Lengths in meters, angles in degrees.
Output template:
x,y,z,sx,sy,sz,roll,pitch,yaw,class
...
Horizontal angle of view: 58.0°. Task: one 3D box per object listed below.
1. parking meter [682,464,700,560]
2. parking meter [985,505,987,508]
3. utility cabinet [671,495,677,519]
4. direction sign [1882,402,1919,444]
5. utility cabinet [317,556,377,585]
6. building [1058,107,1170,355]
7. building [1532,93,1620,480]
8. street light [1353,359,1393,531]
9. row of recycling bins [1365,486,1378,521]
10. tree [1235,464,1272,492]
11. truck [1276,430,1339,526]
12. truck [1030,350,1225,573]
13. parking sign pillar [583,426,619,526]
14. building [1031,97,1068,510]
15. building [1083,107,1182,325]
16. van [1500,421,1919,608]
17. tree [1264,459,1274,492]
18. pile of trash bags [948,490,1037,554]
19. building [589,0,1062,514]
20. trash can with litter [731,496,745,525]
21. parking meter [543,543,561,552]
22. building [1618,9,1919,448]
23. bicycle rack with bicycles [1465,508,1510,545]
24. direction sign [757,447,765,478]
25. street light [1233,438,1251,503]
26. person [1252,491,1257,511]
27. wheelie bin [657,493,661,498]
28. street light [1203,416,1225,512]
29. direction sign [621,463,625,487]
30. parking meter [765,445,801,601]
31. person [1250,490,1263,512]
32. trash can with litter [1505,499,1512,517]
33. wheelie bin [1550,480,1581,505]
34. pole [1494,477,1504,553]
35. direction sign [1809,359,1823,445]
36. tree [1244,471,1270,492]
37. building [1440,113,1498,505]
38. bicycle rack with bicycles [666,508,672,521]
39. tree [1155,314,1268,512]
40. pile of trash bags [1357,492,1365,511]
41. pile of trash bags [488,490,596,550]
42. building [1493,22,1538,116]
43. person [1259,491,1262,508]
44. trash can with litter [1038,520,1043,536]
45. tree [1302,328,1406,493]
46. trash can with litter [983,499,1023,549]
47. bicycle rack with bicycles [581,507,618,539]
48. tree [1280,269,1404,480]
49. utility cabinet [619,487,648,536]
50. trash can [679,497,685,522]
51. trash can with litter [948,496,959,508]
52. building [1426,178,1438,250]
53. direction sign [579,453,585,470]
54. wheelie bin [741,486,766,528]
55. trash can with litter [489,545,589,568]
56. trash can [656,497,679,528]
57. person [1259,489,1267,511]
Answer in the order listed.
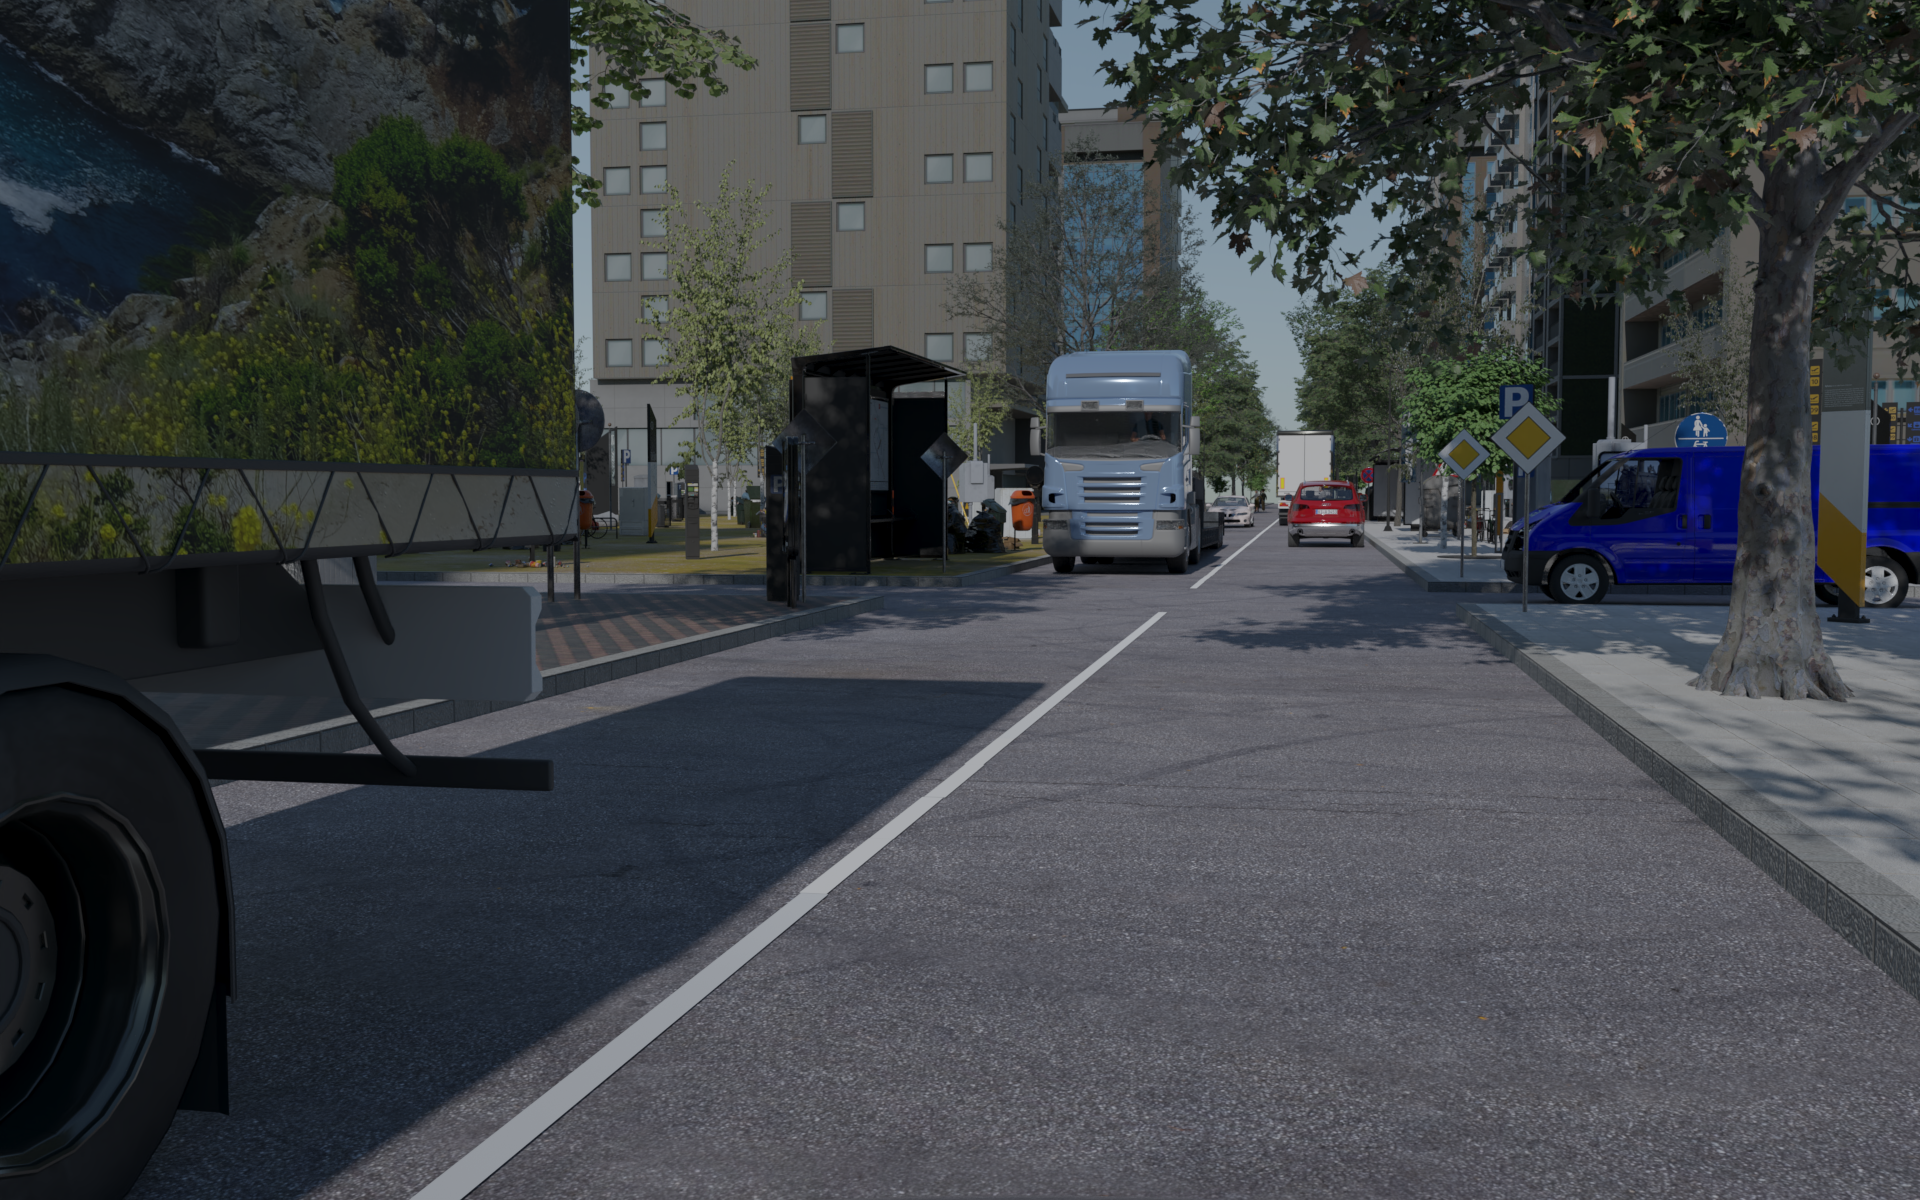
x,y,z,sx,sy,sz,roll,pitch,yaw,class
-5.256,-1.730,33.990,0.255,1.863,0.399,-1,4,-14,parking meter
1.579,-5.299,95.044,0.372,1.533,0.369,0,3,0,parking meter
-15.080,-4.904,91.339,0.306,1.237,1.020,0,4,-8,utility cabinet
23.172,-3.101,42.700,0.876,3.537,0.379,2,4,28,direction sign
-6.203,-0.367,17.156,0.306,1.237,1.020,1,4,18,utility cabinet
17.275,-33.931,204.874,14.600,45.320,14.200,1,4,11,building
49.121,-41.575,118.007,20.563,71.187,20.611,1,4,11,building
14.226,-5.327,59.644,1.470,5.913,1.316,1,4,11,street light
20.381,-4.762,84.966,1.069,1.692,3.534,1,4,16,row of recycling bins
41.676,-17.853,242.264,4.737,8.622,4.395,0,3,0,tree
16.368,-5.668,81.584,2.839,4.237,11.283,1,4,13,truck
4.267,-2.971,38.333,2.967,4.110,18.799,1,4,11,truck
-14.233,-4.900,68.593,1.447,3.967,1.447,-2,4,-31,parking sign pillar
-4.783,-27.750,145.600,32.217,40.220,23.993,1,4,11,building
16.485,-39.865,241.035,28.713,52.752,27.495,1,4,11,building
9.628,-1.077,21.988,5.245,2.365,2.240,1,4,13,van
44.897,-18.764,257.146,4.360,8.622,3.978,0,3,0,tree
0.287,-1.740,38.200,3.447,1.369,1.912,-3,4,-38,pile of trash bags
-7.775,-32.436,119.575,28.713,52.752,27.495,1,4,11,building
-8.838,-3.701,71.895,1.055,1.170,0.624,3,5,43,trash can with litter
-9.103,-2.014,38.636,0.399,1.863,0.255,0,4,3,parking meter
38.312,-27.007,65.264,21.300,48.544,21.600,1,4,11,building
14.254,-1.919,44.755,2.852,0.926,2.925,2,4,31,bicycle rack with bicycles
-9.233,-5.550,82.744,0.876,3.537,0.379,0,4,-2,direction sign
23.291,-10.484,143.959,1.470,5.913,1.316,1,4,11,street light
25.291,-8.508,148.390,0.721,1.735,1.217,-1,4,-13,person
-12.982,-3.940,72.323,0.980,1.594,0.693,-1,4,-11,wheelie bin
15.137,-8.013,103.557,1.470,5.913,1.316,1,4,11,street light
-21.084,-7.113,108.289,0.379,3.537,0.876,-2,4,-24,direction sign
-2.113,-0.922,20.793,0.399,1.863,0.255,1,4,12,parking meter
23.830,-7.953,139.258,1.217,1.736,0.721,3,5,41,person
30.402,-5.232,96.937,0.624,1.170,1.055,-1,4,-14,trash can with litter
13.289,-1.847,38.106,0.980,1.594,0.693,1,4,11,wheelie bin
11.739,-2.679,37.643,0.158,3.312,0.155,0,3,0,pole
14.467,-2.261,28.960,0.379,3.537,0.876,-3,5,-43,direction sign
37.395,-14.332,218.034,4.285,4.588,4.351,0,3,0,tree
63.187,-33.712,201.297,14.600,45.320,14.200,1,4,11,building
-14.751,-4.259,83.010,2.852,0.926,2.925,0,4,-1,bicycle rack with bicycles
16.730,-13.002,119.241,9.857,13.997,8.962,0,3,0,tree
22.867,-5.366,97.489,1.912,1.369,3.447,2,4,28,pile of trash bags
-10.229,-1.890,40.654,3.447,1.369,1.912,0,4,7,pile of trash bags
55.777,-32.065,143.873,23.786,49.044,30.456,1,4,11,building
30.728,-10.220,176.125,0.750,1.759,0.617,1,4,11,person
1.637,-2.594,53.477,2.233,1.210,1.678,2,4,25,trash can with litter
26.908,-12.198,117.563,7.486,12.596,7.792,0,3,0,tree
1.015,-1.792,40.685,1.055,1.170,0.624,3,4,37,trash can with litter
-11.308,-2.232,49.878,2.925,0.926,2.852,-3,4,-38,bicycle rack with bicycles
33.420,-17.622,144.010,12.611,20.169,13.585,0,3,0,tree
-9.984,-2.722,53.175,1.173,1.500,0.318,3,5,40,utility cabinet
-13.135,-4.200,80.322,0.748,1.137,0.748,0,3,0,trash can
-0.343,-4.327,82.138,0.624,1.170,1.055,0,4,6,trash can with litter
74.278,-37.735,236.575,23.786,49.044,30.456,1,4,11,building
-19.372,-5.991,89.943,0.876,3.537,0.379,2,4,28,direction sign
-7.820,-3.522,65.486,0.980,1.594,0.693,-2,4,-33,wheelie bin
-7.556,-1.216,30.933,1.678,1.210,2.233,-1,4,-17,trash can with litter
-11.314,-3.323,65.980,0.748,1.137,0.748,0,3,0,trash can
25.127,-8.290,143.674,0.705,1.869,1.348,3,5,43,person
